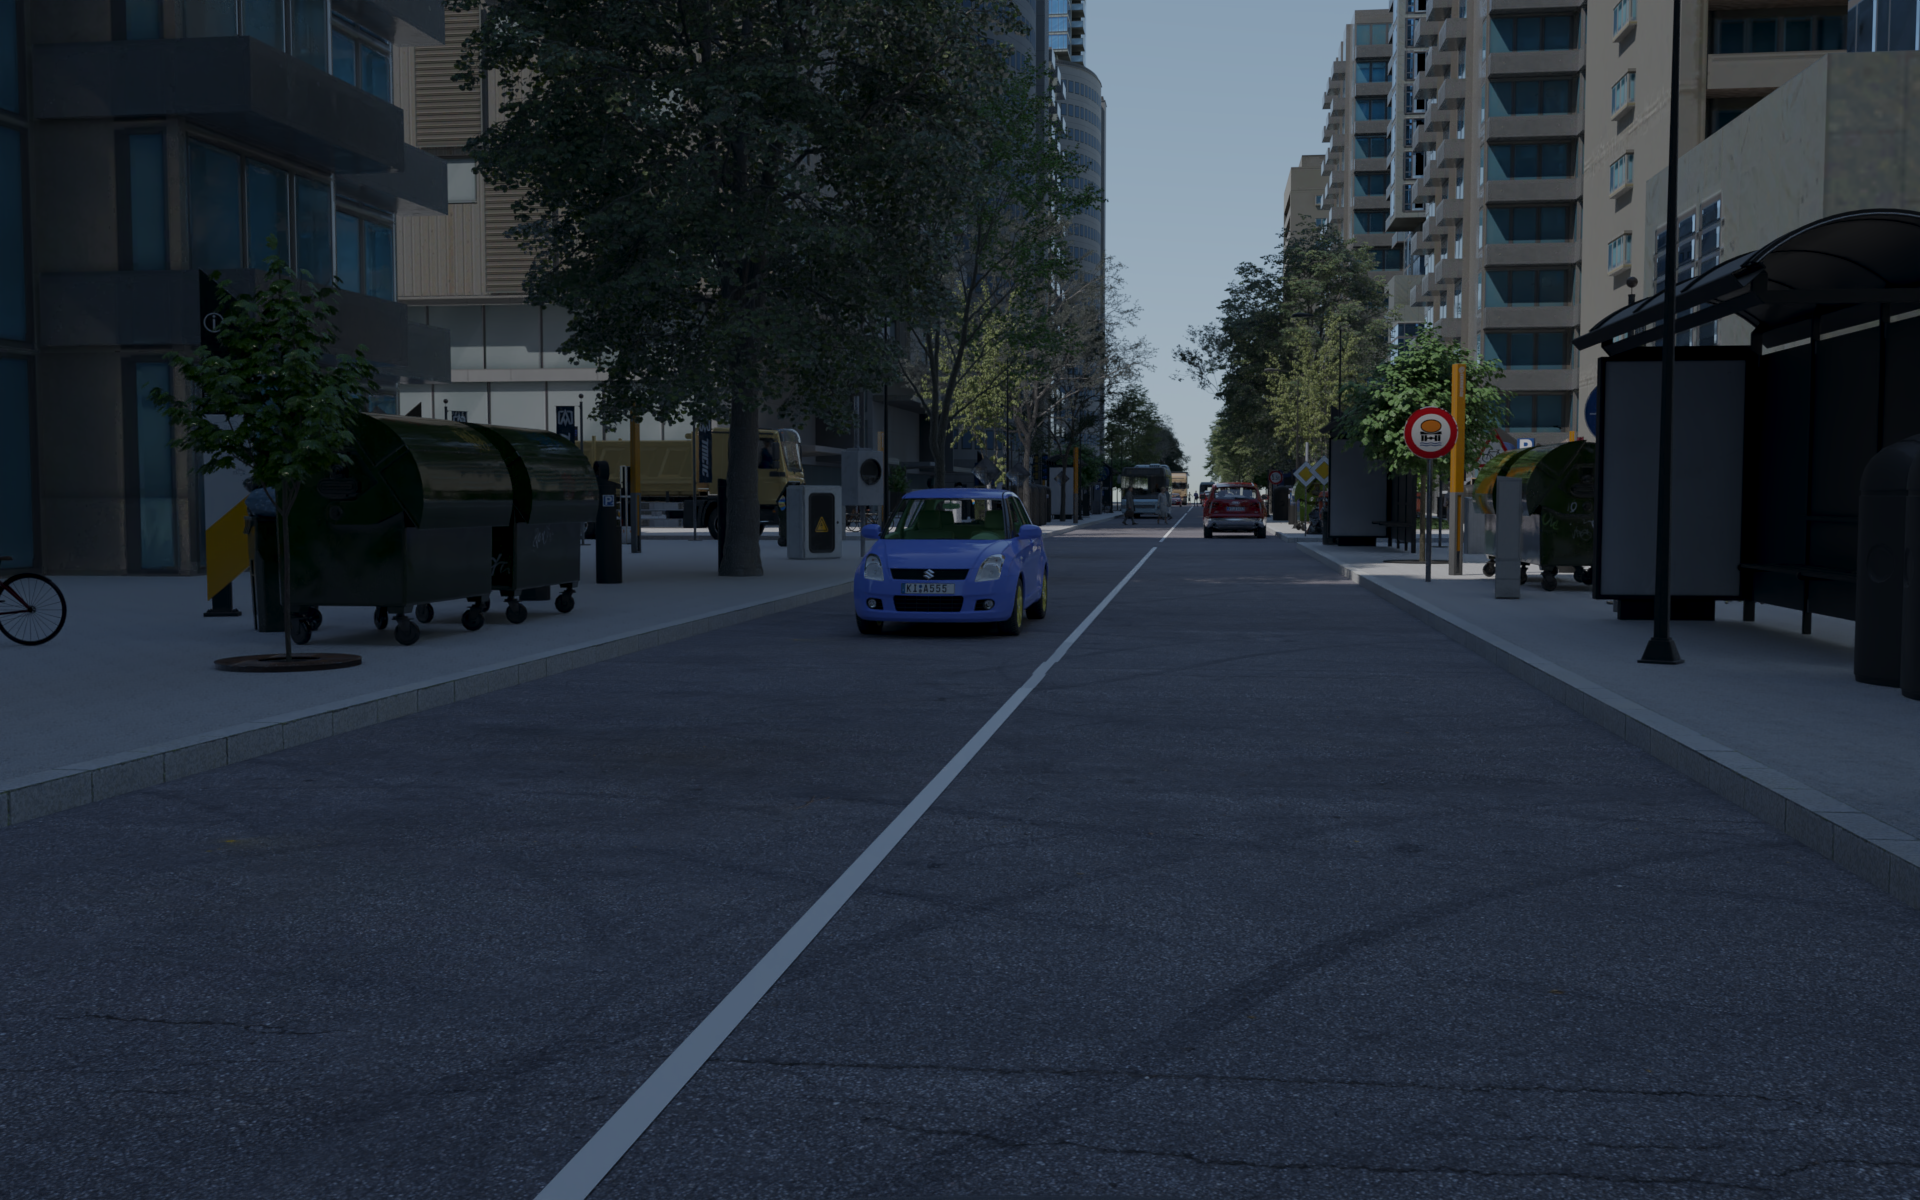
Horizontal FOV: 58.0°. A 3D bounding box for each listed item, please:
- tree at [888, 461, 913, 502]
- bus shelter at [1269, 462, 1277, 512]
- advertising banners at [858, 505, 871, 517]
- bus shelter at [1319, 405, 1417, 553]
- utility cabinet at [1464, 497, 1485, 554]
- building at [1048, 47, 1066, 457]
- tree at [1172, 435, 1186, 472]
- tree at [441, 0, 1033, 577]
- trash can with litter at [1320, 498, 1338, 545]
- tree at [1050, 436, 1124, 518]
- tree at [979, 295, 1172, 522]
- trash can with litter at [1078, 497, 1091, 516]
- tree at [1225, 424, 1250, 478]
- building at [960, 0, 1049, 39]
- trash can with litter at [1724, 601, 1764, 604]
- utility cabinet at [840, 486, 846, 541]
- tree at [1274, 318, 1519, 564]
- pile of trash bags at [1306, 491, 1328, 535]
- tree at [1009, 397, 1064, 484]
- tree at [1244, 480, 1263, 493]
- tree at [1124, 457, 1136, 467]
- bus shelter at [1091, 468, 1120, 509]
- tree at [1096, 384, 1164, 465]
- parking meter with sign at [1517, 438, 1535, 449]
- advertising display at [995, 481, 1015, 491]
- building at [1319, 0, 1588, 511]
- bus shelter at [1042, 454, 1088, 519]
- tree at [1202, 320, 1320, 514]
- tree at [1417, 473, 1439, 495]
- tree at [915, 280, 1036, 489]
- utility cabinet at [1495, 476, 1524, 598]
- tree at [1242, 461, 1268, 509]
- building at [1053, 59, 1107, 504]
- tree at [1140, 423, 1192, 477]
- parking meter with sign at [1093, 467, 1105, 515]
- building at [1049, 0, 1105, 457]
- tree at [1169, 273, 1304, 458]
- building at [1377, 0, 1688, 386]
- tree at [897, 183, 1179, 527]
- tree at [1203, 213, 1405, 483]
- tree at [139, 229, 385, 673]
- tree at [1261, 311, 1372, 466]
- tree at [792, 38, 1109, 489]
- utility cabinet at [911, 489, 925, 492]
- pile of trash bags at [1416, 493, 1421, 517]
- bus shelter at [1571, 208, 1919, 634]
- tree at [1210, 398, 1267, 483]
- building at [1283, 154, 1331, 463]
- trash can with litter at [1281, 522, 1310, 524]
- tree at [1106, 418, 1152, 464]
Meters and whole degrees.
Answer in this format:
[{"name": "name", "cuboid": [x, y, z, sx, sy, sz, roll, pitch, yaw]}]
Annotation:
[{"name": "tree", "cuboid": [-3.152, -5.936, 91.649, 1.663, 3.219, 1.824, 0, 3, 0]}, {"name": "bus shelter", "cuboid": [19.029, -6.531, 100.707, 2.014, 3.302, 5.546, 0, 4, 8]}, {"name": "advertising banners", "cuboid": [-5.819, -6.201, 97.566, 2.074, 3.025, 0.090, 3, 5, 40]}, {"name": "bus shelter", "cuboid": [9.463, -2.814, 39.939, 2.014, 3.302, 5.546, 1, 4, 8]}, {"name": "utility cabinet", "cuboid": [11.349, -1.587, 37.108, 1.020, 1.237, 0.306, 0, 4, 0]}, {"name": "building", "cuboid": [-1.244, -33.846, 172.986, 23.786, 49.044, 30.456, 0, 4, 8]}, {"name": "tree", "cuboid": [29.075, -19.393, 251.490, 8.767, 10.594, 7.601, 2, 4, 33]}, {"name": "tree", "cuboid": [-3.476, -7.357, 26.942, 9.857, 13.997, 8.962, 0, 3, 0]}, {"name": "trash can with litter", "cuboid": [9.569, -1.960, 43.427, 1.055, 1.170, 0.624, 0, 4, 7]}, {"name": "tree", "cuboid": [6.347, -6.807, 95.003, 4.285, 4.588, 4.351, 0, 3, 0]}, {"name": "tree", "cuboid": [4.671, -8.930, 80.417, 8.767, 10.594, 7.601, 1, 4, 17]}, {"name": "trash can with litter", "cuboid": [7.108, -5.511, 101.496, 1.055, 1.170, 0.624, -1, 4, -21]}, {"name": "tree", "cuboid": [27.602, -13.268, 167.289, 4.360, 8.622, 3.978, 0, 3, 0]}, {"name": "building", "cuboid": [-4.380, -36.793, 143.570, 21.231, 58.520, 28.212, 0, 4, 8]}, {"name": "trash can with litter", "cuboid": [9.843, -0.559, 20.201, 1.678, 1.210, 2.233, -3, 5, -42]}, {"name": "utility cabinet", "cuboid": [-3.710, -2.349, 47.085, 1.173, 1.500, 0.318, -1, 4, -9]}, {"name": "tree", "cuboid": [8.723, -2.967, 32.221, 4.285, 4.588, 4.351, 0, 3, 0]}, {"name": "pile of trash bags", "cuboid": [11.830, -2.758, 54.846, 1.912, 1.369, 3.447, 1, 4, 21]}, {"name": "tree", "cuboid": [5.281, -10.548, 122.819, 4.360, 8.622, 3.978, 0, 3, 0]}, {"name": "tree", "cuboid": [23.143, -8.635, 135.782, 1.663, 3.219, 1.824, 0, 3, 0]}, {"name": "tree", "cuboid": [12.467, -9.328, 136.223, 4.285, 4.588, 4.351, 0, 3, 0]}, {"name": "bus shelter", "cuboid": [10.256, -7.933, 123.626, 2.014, 3.302, 5.546, 0, 4, 8]}, {"name": "tree", "cuboid": [17.615, -15.916, 178.358, 7.486, 12.596, 7.792, 0, 3, 0]}, {"name": "parking meter with sign", "cuboid": [18.198, -3.578, 54.753, 0.543, 3.016, 1.738, 3, 5, 40]}, {"name": "advertising display", "cuboid": [2.236, -4.964, 86.375, 0.974, 1.923, 0.123, 0, 4, -7]}, {"name": "building", "cuboid": [48.123, -33.942, 174.559, 23.786, 49.044, 30.456, 0, 4, 8]}, {"name": "bus shelter", "cuboid": [5.478, -5.869, 89.883, 2.014, 3.302, 5.546, 0, 4, 8]}, {"name": "tree", "cuboid": [20.311, -11.810, 111.221, 7.486, 12.596, 7.792, 0, 3, 0]}, {"name": "tree", "cuboid": [18.858, -4.641, 70.483, 1.663, 3.219, 1.824, 0, 3, 0]}, {"name": "tree", "cuboid": [0.834, -6.623, 58.652, 4.737, 8.622, 4.395, 0, 3, 0]}, {"name": "utility cabinet", "cuboid": [6.869, -0.793, 21.644, 0.318, 1.500, 1.173, 1, 4, 18]}, {"name": "tree", "cuboid": [21.422, -8.374, 120.622, 4.285, 4.588, 4.351, 0, 3, 0]}, {"name": "building", "cuboid": [8.383, -42.362, 234.618, 21.231, 58.520, 28.212, 0, 4, 8]}, {"name": "tree", "cuboid": [33.349, -22.456, 284.170, 9.611, 12.733, 9.660, 0, 3, 0]}, {"name": "parking meter with sign", "cuboid": [8.678, -6.899, 109.058, 0.543, 3.016, 1.738, 1, 4, 15]}, {"name": "building", "cuboid": [11.333, -58.136, 263.191, 22.319, 86.520, 31.000, 0, 4, 8]}, {"name": "tree", "cuboid": [24.150, -18.020, 150.511, 12.611, 20.169, 13.585, 0, 3, 0]}, {"name": "building", "cuboid": [44.292, -50.783, 142.981, 22.319, 86.520, 31.000, 0, 4, 8]}, {"name": "tree", "cuboid": [2.607, -9.646, 68.079, 12.009, 13.543, 11.850, 0, 3, 0]}, {"name": "tree", "cuboid": [16.031, -10.637, 80.563, 9.857, 13.997, 8.962, 0, 3, 0]}, {"name": "tree", "cuboid": [-5.141, -1.113, 12.795, 1.663, 3.219, 1.824, 0, 3, 0]}, {"name": "tree", "cuboid": [14.188, -7.259, 69.054, 4.737, 8.622, 4.395, 0, 3, 0]}, {"name": "tree", "cuboid": [-0.460, -6.999, 40.185, 9.928, 11.665, 9.643, 0, 3, 0]}, {"name": "utility cabinet", "cuboid": [-1.683, -4.380, 80.296, 1.173, 1.500, 0.318, 0, 4, 7]}, {"name": "pile of trash bags", "cuboid": [21.311, -4.475, 82.920, 1.912, 1.369, 3.447, -1, 4, -10]}, {"name": "bus shelter", "cuboid": [6.898, -1.292, 15.042, 2.014, 3.302, 5.546, 1, 4, 8]}, {"name": "tree", "cuboid": [29.104, -15.373, 177.101, 9.928, 11.665, 9.643, 0, 3, 0]}, {"name": "building", "cuboid": [56.336, -37.822, 242.087, 21.300, 48.544, 21.600, 0, 4, 8]}, {"name": "trash can with litter", "cuboid": [15.057, -3.894, 74.717, 1.678, 1.210, 2.233, -3, 4, -36]}, {"name": "tree", "cuboid": [16.431, -13.290, 167.649, 4.737, 8.622, 4.395, 0, 3, 0]}]
